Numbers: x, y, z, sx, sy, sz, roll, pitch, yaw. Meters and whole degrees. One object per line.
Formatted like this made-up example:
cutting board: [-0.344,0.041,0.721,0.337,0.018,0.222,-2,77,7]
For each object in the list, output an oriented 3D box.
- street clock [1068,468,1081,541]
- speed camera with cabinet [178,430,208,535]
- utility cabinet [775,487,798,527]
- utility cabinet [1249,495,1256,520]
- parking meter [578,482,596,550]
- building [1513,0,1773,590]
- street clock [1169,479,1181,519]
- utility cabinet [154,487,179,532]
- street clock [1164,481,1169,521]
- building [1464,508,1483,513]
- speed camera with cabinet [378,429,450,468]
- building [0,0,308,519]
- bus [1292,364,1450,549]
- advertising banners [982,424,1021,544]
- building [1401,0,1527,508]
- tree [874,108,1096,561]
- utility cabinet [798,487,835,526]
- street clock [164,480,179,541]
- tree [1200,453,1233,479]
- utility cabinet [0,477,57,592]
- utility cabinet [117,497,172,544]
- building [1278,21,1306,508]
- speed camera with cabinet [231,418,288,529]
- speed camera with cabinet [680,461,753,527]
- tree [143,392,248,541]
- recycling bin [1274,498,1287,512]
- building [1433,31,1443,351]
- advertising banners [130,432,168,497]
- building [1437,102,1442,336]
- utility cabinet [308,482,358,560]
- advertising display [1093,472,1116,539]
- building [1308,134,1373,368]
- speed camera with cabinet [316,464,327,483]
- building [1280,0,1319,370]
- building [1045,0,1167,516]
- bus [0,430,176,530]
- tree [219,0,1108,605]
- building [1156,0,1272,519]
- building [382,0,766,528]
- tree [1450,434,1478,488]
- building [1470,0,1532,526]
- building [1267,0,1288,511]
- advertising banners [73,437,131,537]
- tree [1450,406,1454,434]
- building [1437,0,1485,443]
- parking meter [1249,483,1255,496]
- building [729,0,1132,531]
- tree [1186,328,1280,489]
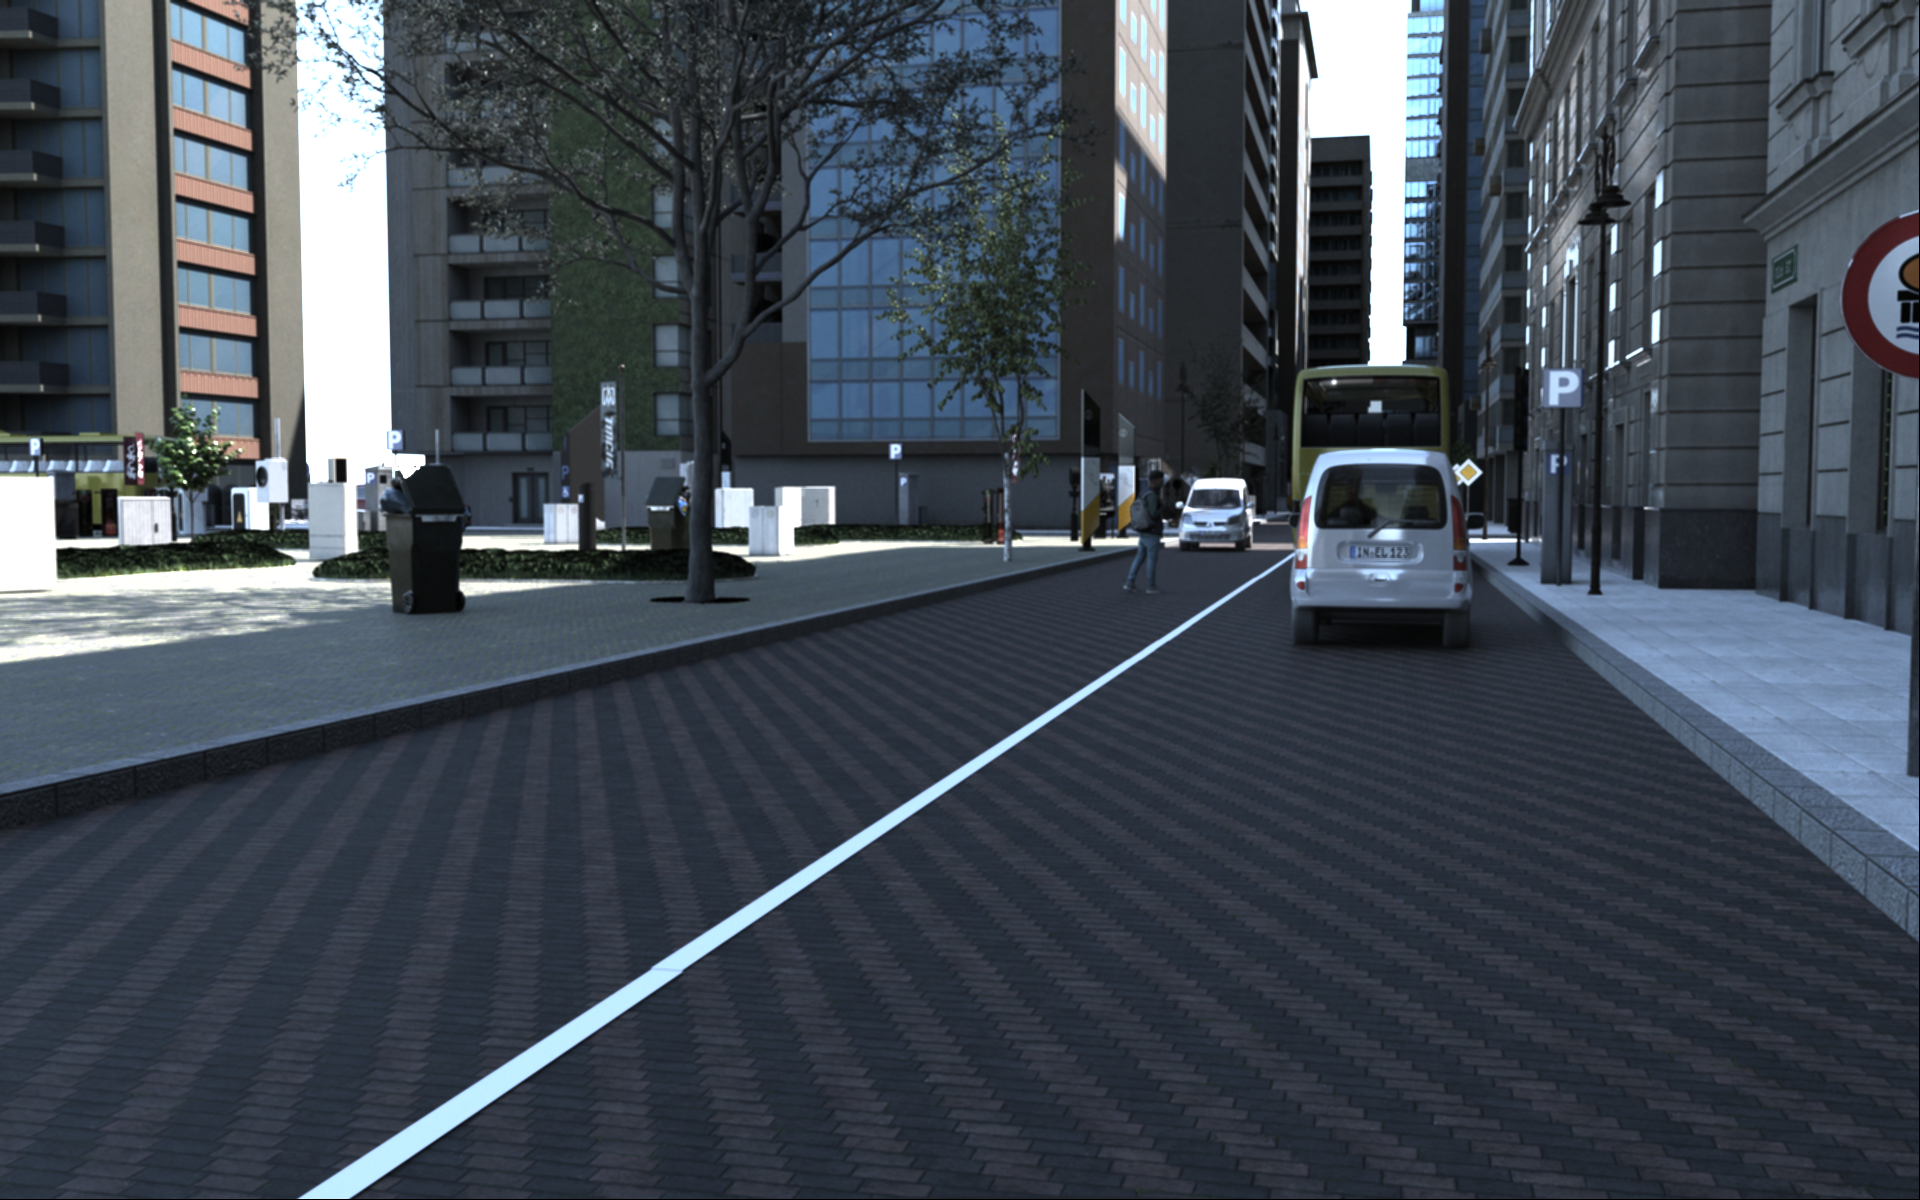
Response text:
street clock: [3.130,-2.614,47.307,0.358,2.002,0.471,0,4,-5]
speed camera with cabinet: [-23.779,-3.629,53.666,0.660,3.252,2.038,-2,4,-32]
utility cabinet: [-5.292,-2.744,53.545,0.318,1.500,1.173,2,4,27]
utility cabinet: [14.386,-4.529,85.203,0.306,1.237,1.020,1,4,11]
parking meter: [-8.056,-1.775,37.432,0.372,1.533,0.369,0,3,0]
building: [17.812,-14.420,33.032,12.463,27.353,25.104,1,4,14]
street clock: [10.413,-4.796,82.982,0.471,2.002,0.358,1,4,12]
utility cabinet: [-25.834,-2.955,56.991,1.173,1.500,0.318,-1,4,-11]
street clock: [9.982,-4.817,83.323,0.358,2.002,0.471,0,4,6]
building: [44.263,-48.711,109.088,22.319,86.520,31.000,1,4,14]
speed camera with cabinet: [-16.691,-3.585,52.959,2.038,3.252,0.660,0,4,3]
building: [-48.517,-26.302,84.665,28.867,44.769,22.147,1,4,14]
bus: [8.194,-2.617,34.332,2.896,3.916,12.252,1,4,14]
advertising banners: [1.056,-2.937,44.213,0.090,3.025,2.074,-2,4,-26]
building: [67.880,-55.351,217.655,31.000,86.520,22.319,1,4,14]
tree: [0.746,-5.036,32.699,4.737,8.622,4.395,0,3,0]
utility cabinet: [-4.284,-2.660,52.170,1.173,1.500,0.318,3,5,40]
street clock: [-21.330,-2.588,46.884,0.358,2.002,0.471,-2,4,-27]
tree: [11.814,-5.282,80.969,1.663,3.219,1.824,0,3,0]
utility cabinet: [-12.384,-0.842,22.441,0.318,1.500,1.173,2,4,35]
utility cabinet: [-17.686,-1.616,37.588,1.020,1.237,0.306,-3,5,-43]
building: [26.325,-31.785,169.802,14.600,45.320,14.200,1,4,14]
speed camera with cabinet: [-18.379,-3.123,45.402,2.038,3.252,0.660,3,5,41]
speed camera with cabinet: [-6.951,-3.374,49.494,2.038,3.252,0.660,-2,4,-31]
tree: [-14.772,-2.351,33.047,1.663,3.219,1.824,0,3,0]
recycling bin: [23.394,-6.956,126.290,0.722,1.027,0.722,2,4,35]
building: [53.949,-30.583,154.651,22.147,44.769,28.867,1,4,14]
advertising banners: [-23.394,-3.303,50.186,0.090,3.025,2.074,0,4,-1]
building: [62.083,-34.459,183.014,23.786,49.044,30.456,1,4,14]
utility cabinet: [-12.057,-1.508,33.329,1.173,1.500,0.318,3,4,37]
advertising display: [4.024,-2.729,49.831,0.974,1.923,0.123,-2,4,-24]
building: [42.321,-36.777,225.002,21.600,48.544,21.300,1,4,14]
speed camera with cabinet: [-41.155,-7.300,113.693,2.038,3.252,0.660,-3,5,-43]
building: [25.142,-36.923,192.922,27.495,52.752,28.713,1,4,14]
building: [14.913,-29.043,124.971,14.600,45.320,14.200,1,4,14]
bus: [-35.129,-4.475,64.716,12.252,3.916,2.896,1,4,14]
tree: [-2.953,-6.722,20.276,12.009,13.543,11.850,0,3,0]
building: [6.534,-29.150,100.304,21.300,48.544,21.600,1,4,14]
building: [-15.257,-23.701,71.106,14.086,41.232,14.154,1,4,14]
tree: [26.162,-6.667,92.716,4.285,4.588,4.351,0,3,0]
building: [33.928,-23.164,70.610,23.993,40.220,32.217,1,4,14]
building: [17.255,-51.062,147.535,22.319,86.520,31.000,1,4,14]
advertising banners: [-25.795,-3.440,52.427,0.090,3.025,2.074,3,4,38]
tree: [33.110,-10.630,124.163,4.737,8.622,4.395,0,3,0]
building: [44.632,-29.630,134.555,14.600,45.320,14.200,1,4,14]
parking meter: [15.395,-5.235,91.297,0.255,1.863,0.399,2,4,26]
building: [0.258,-25.494,66.936,14.600,45.320,14.200,1,4,14]
tree: [11.752,-7.710,76.415,4.360,8.622,3.978,0,3,0]
